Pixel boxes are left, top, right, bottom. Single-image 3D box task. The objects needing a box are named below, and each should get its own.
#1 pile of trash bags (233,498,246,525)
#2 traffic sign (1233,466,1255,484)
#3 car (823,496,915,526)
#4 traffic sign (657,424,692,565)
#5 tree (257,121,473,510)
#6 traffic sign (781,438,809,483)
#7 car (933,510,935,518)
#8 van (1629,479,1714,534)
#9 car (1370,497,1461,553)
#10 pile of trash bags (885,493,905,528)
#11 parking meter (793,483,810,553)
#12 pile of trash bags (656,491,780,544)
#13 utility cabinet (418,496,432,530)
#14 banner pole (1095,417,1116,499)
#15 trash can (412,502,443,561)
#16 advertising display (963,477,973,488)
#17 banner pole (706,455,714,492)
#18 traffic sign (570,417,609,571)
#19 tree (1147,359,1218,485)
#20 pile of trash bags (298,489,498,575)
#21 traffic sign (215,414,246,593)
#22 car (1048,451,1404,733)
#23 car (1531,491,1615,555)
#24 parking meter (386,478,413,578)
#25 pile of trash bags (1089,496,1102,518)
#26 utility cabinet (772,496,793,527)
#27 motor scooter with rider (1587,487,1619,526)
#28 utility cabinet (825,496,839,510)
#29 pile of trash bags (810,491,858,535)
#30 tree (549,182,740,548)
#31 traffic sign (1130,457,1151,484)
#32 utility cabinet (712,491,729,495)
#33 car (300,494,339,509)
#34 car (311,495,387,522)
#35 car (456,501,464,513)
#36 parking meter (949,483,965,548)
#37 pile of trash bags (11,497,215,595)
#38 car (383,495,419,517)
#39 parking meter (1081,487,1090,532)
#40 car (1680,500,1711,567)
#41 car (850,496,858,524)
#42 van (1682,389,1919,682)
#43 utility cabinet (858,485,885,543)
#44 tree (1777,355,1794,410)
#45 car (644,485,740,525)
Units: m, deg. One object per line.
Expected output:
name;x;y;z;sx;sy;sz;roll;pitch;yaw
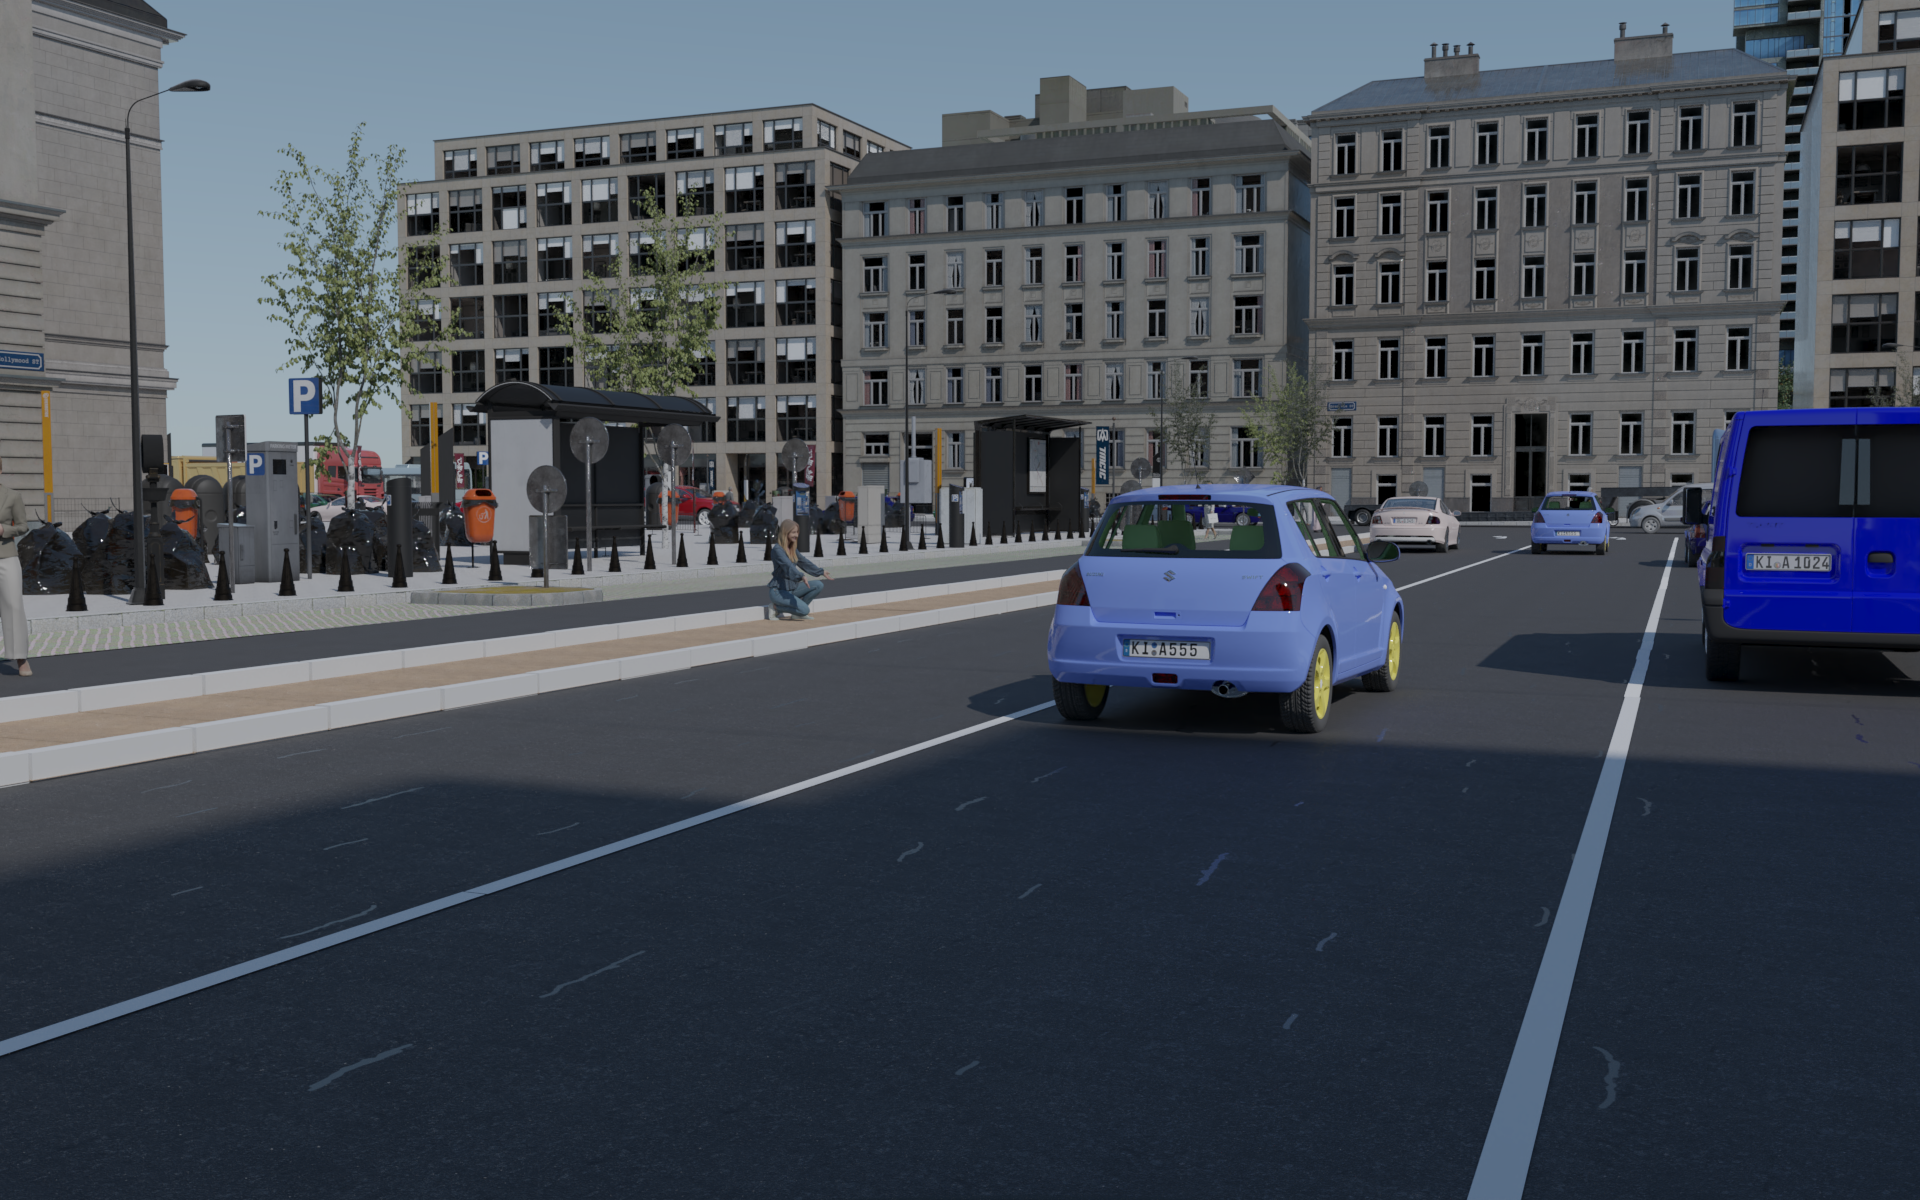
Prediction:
pile of trash bags;-13.653;-1.319;31.320;1.912;1.369;3.447;-1;4;-12
traffic sign;10.098;-3.546;61.613;0.795;2.450;0.064;1;4;23
car;-3.978;-3.787;74.490;3.894;1.354;1.945;2;4;24
traffic sign;-5.196;-1.913;31.385;0.768;2.556;0.104;2;4;27
tree;-12.310;-5.191;35.240;4.737;8.622;4.395;0;3;0
traffic sign;-3.789;-2.420;39.666;0.768;2.556;0.104;2;4;29
car;1.096;-4.379;80.388;4.718;1.807;1.959;2;4;23
van;26.410;-3.403;62.658;4.112;2.044;2.013;1;4;23
car;11.535;-1.924;43.811;2.083;1.381;4.827;1;4;22
pile of trash bags;-3.483;-3.506;67.076;1.912;1.369;3.447;-3;5;-44
parking meter;-3.482;-1.810;37.998;0.372;1.533;0.369;0;3;0
pile of trash bags;-6.268;-2.171;45.246;3.447;1.369;1.912;1;4;10
utility cabinet;-19.188;-3.141;62.509;0.306;1.237;1.020;0;4;8
banner pole;4.767;-4.044;56.129;0.863;3.779;0.401;-1;4;-19
trash can;-9.839;-1.226;31.700;0.748;1.137;0.748;0;3;0
advertising display;0.373;-3.687;65.495;0.123;1.923;0.974;2;4;23
banner pole;-15.932;-7.365;110.435;0.401;3.779;0.863;2;4;33
traffic sign;-6.149;-1.747;28.666;0.768;2.556;0.104;2;4;23
tree;12.131;-8.736;93.191;4.360;8.622;3.978;0;3;0
pile of trash bags;-9.320;-1.171;28.905;3.447;1.369;1.912;-3;5;-43
traffic sign;-9.417;-1.237;22.362;0.606;2.300;0.079;2;4;32
car;1.957;-0.140;11.878;1.945;1.707;3.694;2;4;24
car;14.875;-1.990;42.125;1.945;1.707;3.694;1;4;22
parking meter;-8.633;-1.118;26.682;0.372;1.533;0.369;0;3;0
pile of trash bags;6.618;-5.190;94.601;1.912;1.369;3.447;0;4;-6
utility cabinet;-5.234;-2.448;51.181;0.306;1.237;1.020;1;4;15
motor scooter with rider;28.441;-4.192;77.497;1.986;1.779;0.876;2;4;24
utility cabinet;-4.301;-2.939;59.215;0.306;1.237;1.020;-2;4;-24
pile of trash bags;-4.306;-2.765;54.960;1.912;1.369;3.447;-2;4;-35
tree;-7.152;-5.531;40.802;4.737;8.622;4.395;0;3;0
traffic sign;6.275;-3.682;60.309;0.768;2.556;0.104;2;4;27
utility cabinet;-15.362;-6.286;111.456;1.173;1.500;0.318;-3;4;-36
car;-33.223;-4.809;90.427;4.920;1.459;2.131;1;4;23
car;-28.697;-4.253;81.895;4.827;1.381;2.083;1;4;22
car;-26.391;-5.306;95.797;4.494;1.783;2.155;1;4;22
parking meter;-0.076;-2.015;41.359;0.372;1.533;0.369;0;3;0
pile of trash bags;-11.325;-0.762;22.210;1.912;1.369;3.447;1;4;12
car;-32.809;-5.334;99.210;4.499;1.417;2.014;2;4;24
parking meter;4.153;-3.040;58.118;0.372;1.533;0.369;0;3;0
car;15.568;-1.365;34.897;1.945;1.354;3.894;1;4;21
car;-4.020;-3.955;77.250;3.894;1.354;1.945;1;4;23
van;7.243;-0.617;14.471;2.240;2.365;5.245;1;4;23
utility cabinet;-2.308;-2.214;44.873;0.318;1.500;1.173;1;4;19
tree;68.075;-13.837;143.240;9.611;12.733;9.660;0;3;0
car;-12.186;-4.161;76.709;5.304;1.827;2.281;2;4;24
